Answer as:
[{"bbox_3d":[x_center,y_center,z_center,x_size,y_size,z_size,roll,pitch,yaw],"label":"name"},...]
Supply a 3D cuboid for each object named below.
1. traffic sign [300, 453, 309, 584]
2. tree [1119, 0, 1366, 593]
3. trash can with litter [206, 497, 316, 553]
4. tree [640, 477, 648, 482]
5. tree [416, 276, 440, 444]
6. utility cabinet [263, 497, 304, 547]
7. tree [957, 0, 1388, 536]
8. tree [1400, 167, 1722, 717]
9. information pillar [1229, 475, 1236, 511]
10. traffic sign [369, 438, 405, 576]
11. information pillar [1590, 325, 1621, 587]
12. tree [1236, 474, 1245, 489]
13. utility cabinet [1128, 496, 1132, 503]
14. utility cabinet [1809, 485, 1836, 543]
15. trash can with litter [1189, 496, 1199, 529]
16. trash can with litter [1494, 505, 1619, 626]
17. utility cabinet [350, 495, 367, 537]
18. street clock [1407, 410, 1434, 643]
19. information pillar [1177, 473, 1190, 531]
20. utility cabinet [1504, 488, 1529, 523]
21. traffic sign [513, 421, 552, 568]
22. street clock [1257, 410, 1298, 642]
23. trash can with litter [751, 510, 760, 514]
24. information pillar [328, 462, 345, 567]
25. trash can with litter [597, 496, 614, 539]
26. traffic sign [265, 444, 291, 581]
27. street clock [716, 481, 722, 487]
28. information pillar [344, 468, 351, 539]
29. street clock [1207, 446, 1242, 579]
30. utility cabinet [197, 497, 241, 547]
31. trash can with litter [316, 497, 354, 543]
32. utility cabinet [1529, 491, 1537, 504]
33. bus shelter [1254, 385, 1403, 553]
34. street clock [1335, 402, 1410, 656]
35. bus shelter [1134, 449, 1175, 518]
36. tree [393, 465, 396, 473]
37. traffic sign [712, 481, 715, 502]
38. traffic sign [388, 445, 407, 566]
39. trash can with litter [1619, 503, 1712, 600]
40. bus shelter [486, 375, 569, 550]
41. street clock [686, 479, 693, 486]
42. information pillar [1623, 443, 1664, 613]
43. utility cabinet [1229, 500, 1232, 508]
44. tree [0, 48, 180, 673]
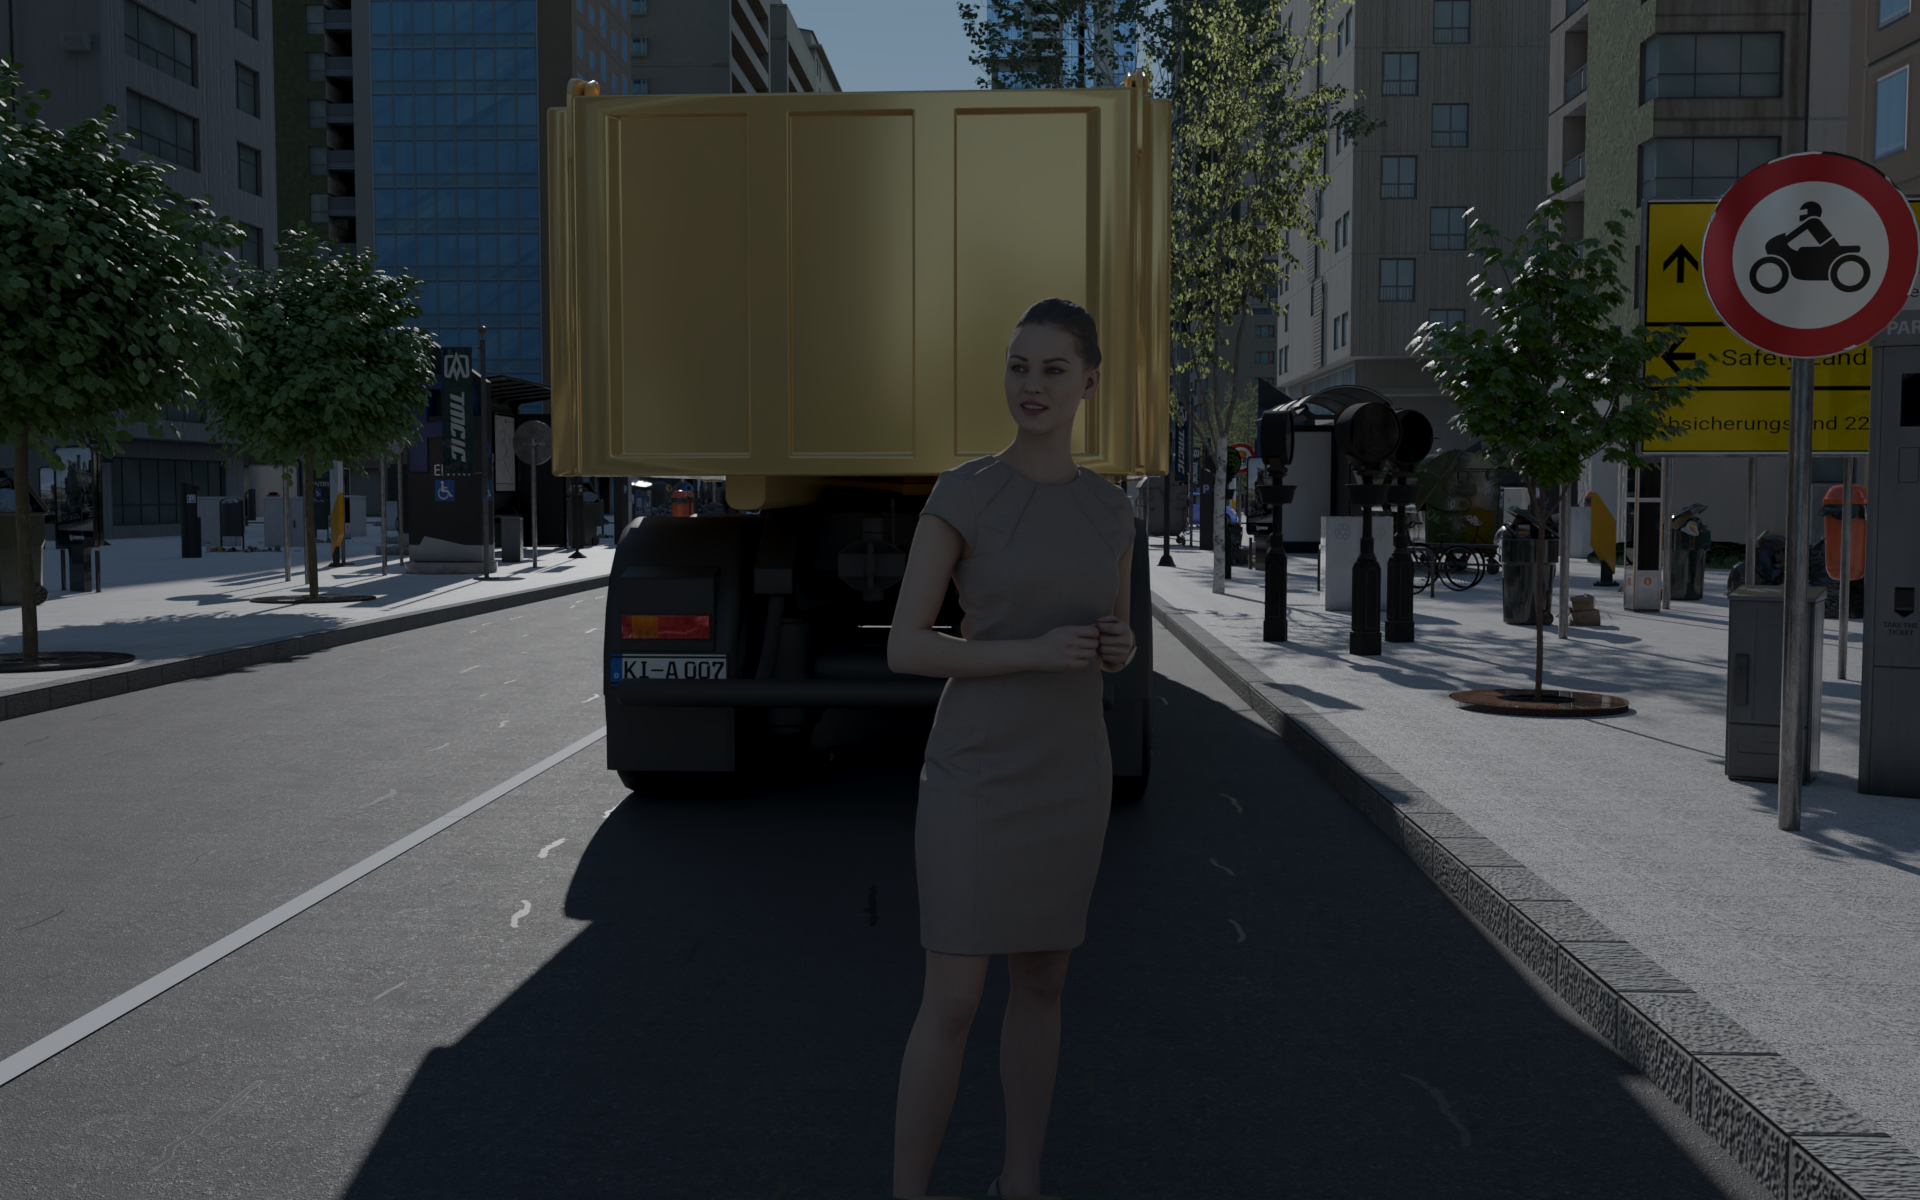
[{"bbox_3d":[-9.282,-1.502,24.554,0.884,2.594,0.081,0,4,4],"label":"traffic sign"},{"bbox_3d":[3.242,-4.405,22.379,4.360,8.622,3.978,0,3,0],"label":"tree"},{"bbox_3d":[-15.764,-1.665,38.280,2.233,1.210,1.678,0,4,3],"label":"trash can with litter"},{"bbox_3d":[-15.914,-5.857,90.362,1.663,3.219,1.824,0,3,0],"label":"tree"},{"bbox_3d":[-7.800,-2.274,20.886,4.285,4.588,4.351,0,3,0],"label":"tree"},{"bbox_3d":[-16.384,-1.897,42.176,1.020,1.237,0.306,-1,4,-10],"label":"utility cabinet"},{"bbox_3d":[7.054,-12.014,52.311,12.611,20.169,13.585,0,3,0],"label":"tree"},{"bbox_3d":[3.615,-0.961,10.308,1.663,3.219,1.824,0,3,0],"label":"tree"},{"bbox_3d":[14.186,-6.041,90.130,0.183,3.616,0.504,-2,4,-29],"label":"information pillar"},{"bbox_3d":[-9.069,-1.659,27.228,0.768,2.556,0.104,1,4,9],"label":"traffic sign"},{"bbox_3d":[8.930,-1.993,23.948,0.504,3.616,0.183,-2,4,-35],"label":"information pillar"},{"bbox_3d":[22.973,-9.198,134.094,4.285,4.588,4.351,0,3,0],"label":"tree"},{"bbox_3d":[4.757,-2.574,53.249,1.020,1.237,0.306,1,4,17],"label":"utility cabinet"},{"bbox_3d":[20.285,-1.943,40.449,1.173,1.500,0.318,-1,4,-16],"label":"utility cabinet"},{"bbox_3d":[8.713,-3.281,64.707,1.678,1.210,2.233,-3,4,-38],"label":"trash can with litter"},{"bbox_3d":[5.838,-0.348,17.070,1.055,1.170,0.624,0,4,7],"label":"trash can with litter"},{"bbox_3d":[-18.199,-2.490,51.865,0.306,1.237,1.020,1,4,14],"label":"utility cabinet"},{"bbox_3d":[3.812,-0.636,14.964,0.471,2.002,0.358,-1,4,-14],"label":"street clock"},{"bbox_3d":[7.858,-3.455,60.977,0.304,2.012,0.304,-3,4,-37],"label":"information pillar"},{"bbox_3d":[19.287,-3.191,60.844,0.318,1.500,1.173,-3,4,-36],"label":"utility cabinet"},{"bbox_3d":[-7.396,-1.832,30.058,0.768,2.556,0.104,0,4,8],"label":"traffic sign"},{"bbox_3d":[2.753,-0.642,15.059,0.358,2.002,0.471,1,4,20],"label":"street clock"},{"bbox_3d":[-14.588,-7.280,130.084,2.233,1.210,1.678,-1,4,-8],"label":"trash can with litter"},{"bbox_3d":[-10.954,-2.387,30.388,0.183,3.616,0.504,-3,4,-37],"label":"information pillar"},{"bbox_3d":[-10.692,-2.382,50.011,1.678,1.210,2.233,1,4,13],"label":"trash can with litter"},{"bbox_3d":[-9.887,-1.547,25.402,0.768,2.556,0.104,0,4,7],"label":"traffic sign"},{"bbox_3d":[-12.375,-5.165,89.016,0.358,2.002,0.471,-1,4,-21],"label":"street clock"},{"bbox_3d":[-17.484,-2.726,49.068,0.304,2.012,0.304,1,4,18],"label":"information pillar"},{"bbox_3d":[3.988,-1.321,26.172,0.471,2.002,0.358,-1,4,-17],"label":"street clock"},{"bbox_3d":[-18.196,-1.916,42.484,1.020,1.237,0.306,0,4,3],"label":"utility cabinet"},{"bbox_3d":[-17.301,-2.117,45.674,2.233,1.210,1.678,0,4,-4],"label":"trash can with litter"},{"bbox_3d":[23.011,-3.731,69.686,0.318,1.500,1.173,-2,4,-26],"label":"utility cabinet"},{"bbox_3d":[7.280,-2.505,34.876,2.014,3.302,5.546,0,4,2],"label":"bus shelter"},{"bbox_3d":[3.239,-0.563,13.776,0.471,2.002,0.358,-1,4,-16],"label":"street clock"},{"bbox_3d":[7.478,-4.652,69.988,2.014,3.302,5.546,0,4,2],"label":"bus shelter"},{"bbox_3d":[-16.694,-3.586,53.235,1.663,3.219,1.824,0,3,0],"label":"tree"},{"bbox_3d":[-7.361,-3.162,51.797,0.768,2.556,0.104,1,4,11],"label":"traffic sign"},{"bbox_3d":[-9.936,-1.880,30.750,0.884,2.594,0.081,0,4,7],"label":"traffic sign"},{"bbox_3d":[8.577,-0.596,21.127,0.624,1.170,1.055,-3,5,-43],"label":"trash can with litter"},{"bbox_3d":[-9.753,-2.812,37.265,1.731,3.624,6.357,0,4,2],"label":"bus shelter"},{"bbox_3d":[-10.324,-3.822,67.053,0.471,2.002,0.358,2,4,25],"label":"street clock"},{"bbox_3d":[7.431,-0.876,18.815,0.304,2.012,0.304,0,3,0],"label":"information pillar"},{"bbox_3d":[12.583,-4.423,83.473,1.020,1.237,0.306,2,4,35],"label":"utility cabinet"},{"bbox_3d":[-7.091,-1.792,13.014,4.285,4.588,4.351,0,3,0],"label":"tree"}]
